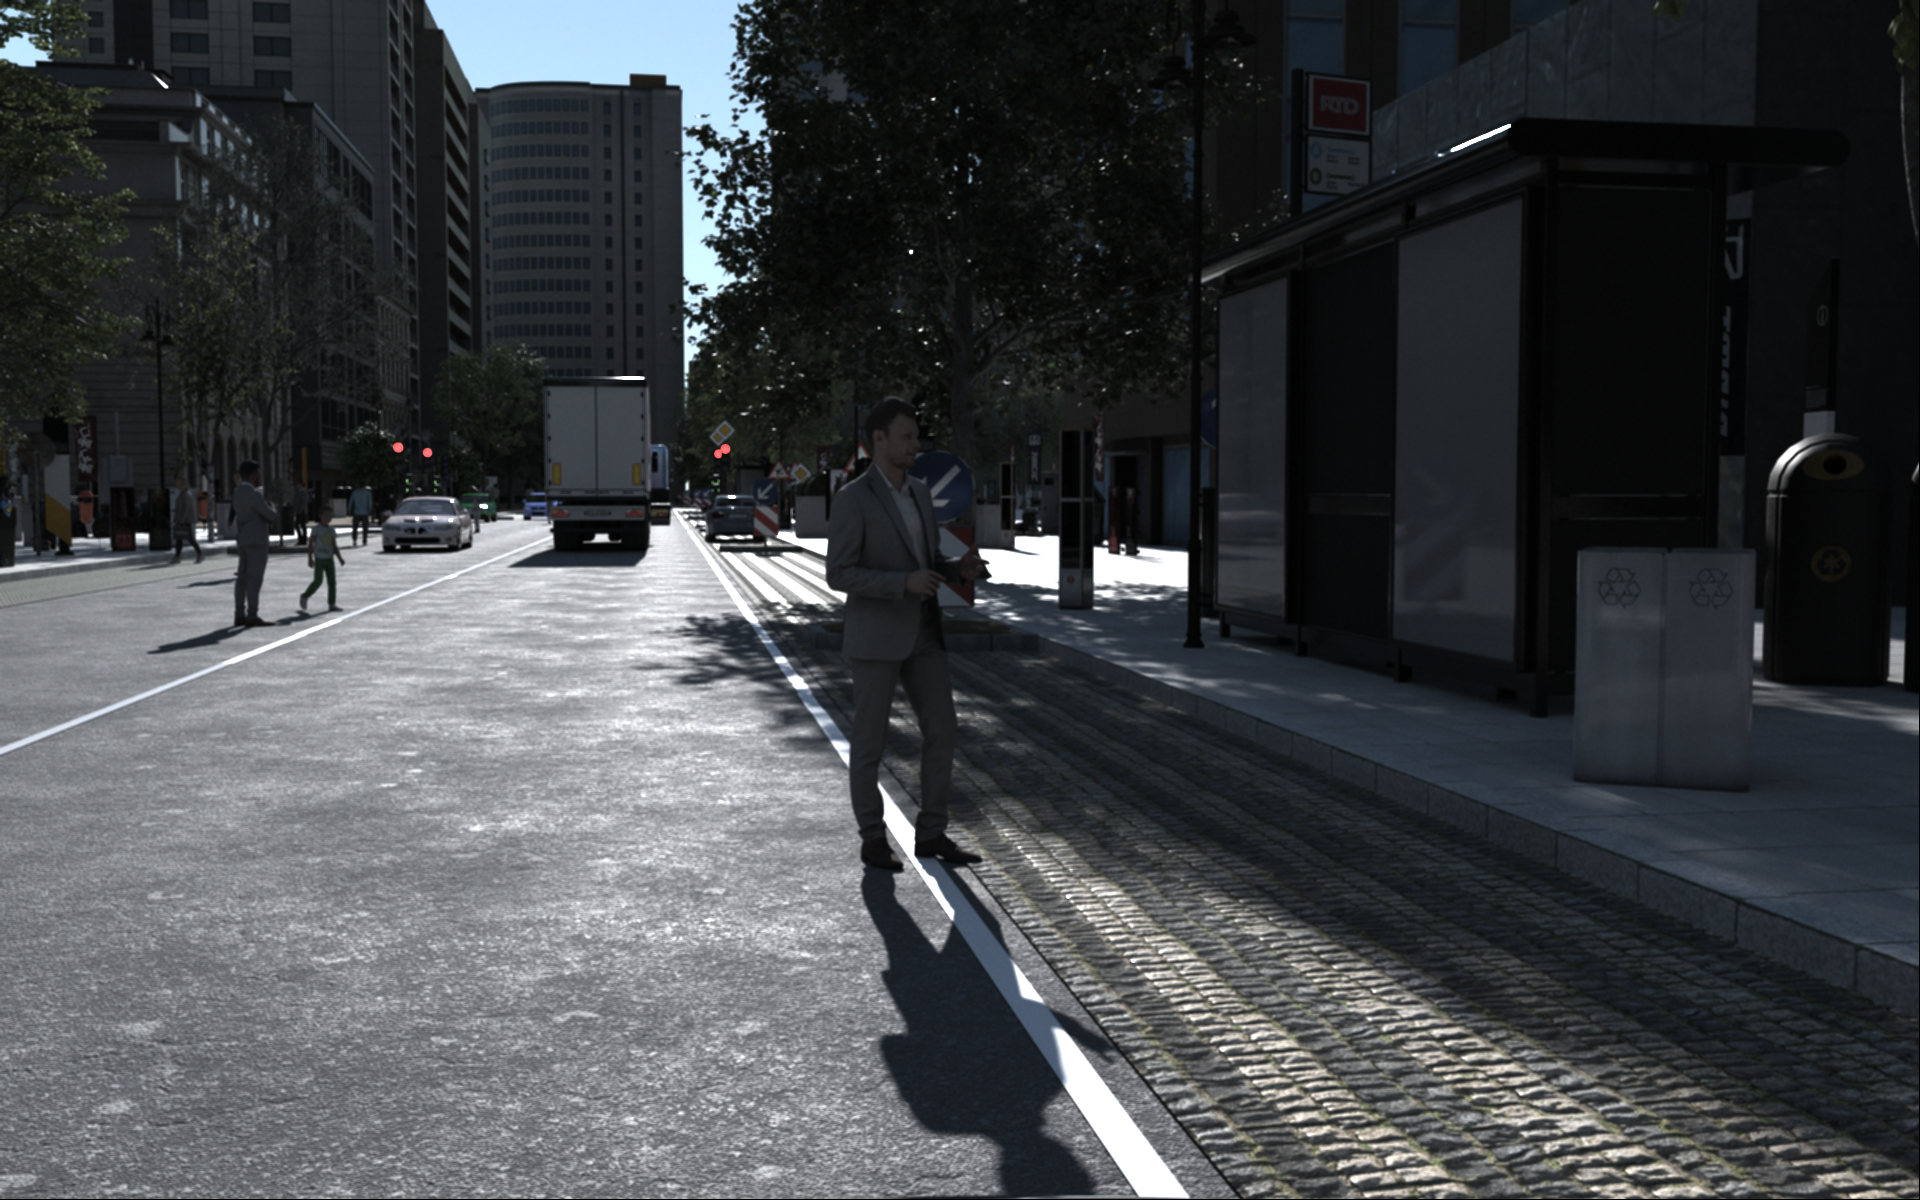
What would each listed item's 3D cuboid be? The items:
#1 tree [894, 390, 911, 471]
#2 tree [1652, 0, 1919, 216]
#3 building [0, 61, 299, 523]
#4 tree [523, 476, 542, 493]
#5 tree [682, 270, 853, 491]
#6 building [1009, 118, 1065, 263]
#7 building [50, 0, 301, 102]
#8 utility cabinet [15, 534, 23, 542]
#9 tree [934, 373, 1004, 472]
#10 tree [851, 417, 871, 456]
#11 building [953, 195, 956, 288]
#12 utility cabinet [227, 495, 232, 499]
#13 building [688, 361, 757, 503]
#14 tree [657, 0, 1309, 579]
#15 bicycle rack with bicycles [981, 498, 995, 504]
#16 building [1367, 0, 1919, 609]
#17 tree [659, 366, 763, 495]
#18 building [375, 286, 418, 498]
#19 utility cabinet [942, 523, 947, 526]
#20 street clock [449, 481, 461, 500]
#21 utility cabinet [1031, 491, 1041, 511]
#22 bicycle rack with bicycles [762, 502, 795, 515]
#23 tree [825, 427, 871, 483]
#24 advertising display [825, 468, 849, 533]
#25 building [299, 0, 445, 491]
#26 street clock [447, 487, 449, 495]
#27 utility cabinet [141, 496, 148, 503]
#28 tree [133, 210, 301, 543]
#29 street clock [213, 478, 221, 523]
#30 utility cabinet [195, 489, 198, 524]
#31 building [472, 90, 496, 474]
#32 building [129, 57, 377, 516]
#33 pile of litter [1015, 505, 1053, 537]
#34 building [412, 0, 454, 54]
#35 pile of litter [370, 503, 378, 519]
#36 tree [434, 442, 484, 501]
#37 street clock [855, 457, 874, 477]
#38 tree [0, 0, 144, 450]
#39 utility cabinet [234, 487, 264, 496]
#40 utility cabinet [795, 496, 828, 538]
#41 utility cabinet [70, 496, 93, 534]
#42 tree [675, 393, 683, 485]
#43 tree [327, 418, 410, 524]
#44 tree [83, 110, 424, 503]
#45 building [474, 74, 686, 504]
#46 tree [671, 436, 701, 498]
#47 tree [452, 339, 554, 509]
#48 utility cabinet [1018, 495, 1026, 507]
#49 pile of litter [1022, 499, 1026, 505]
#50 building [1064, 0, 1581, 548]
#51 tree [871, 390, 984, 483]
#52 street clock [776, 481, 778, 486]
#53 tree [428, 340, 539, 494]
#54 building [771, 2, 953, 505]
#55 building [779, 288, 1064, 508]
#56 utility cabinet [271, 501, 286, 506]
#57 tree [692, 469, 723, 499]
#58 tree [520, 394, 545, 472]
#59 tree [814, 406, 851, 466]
[{"bbox_3d":[-3.690,-9.515,105.940,4.737,8.622,4.395,0,3,0],"label":"tree"},{"bbox_3d":[3.436,-3.396,5.893,4.737,8.622,4.395,0,3,0],"label":"tree"},{"bbox_3d":[-42.476,-15.020,87.372,13.314,21.916,24.055,-1,4,-10],"label":"building"},{"bbox_3d":[-39.627,-10.105,159.818,1.663,3.219,1.824,0,3,0],"label":"tree"},{"bbox_3d":[-8.454,-9.969,81.118,7.486,12.596,7.792,0,3,0],"label":"tree"},{"bbox_3d":[14.987,-36.038,212.916,21.600,48.544,21.300,-1,4,-10],"label":"building"},{"bbox_3d":[-86.998,-46.247,194.389,20.611,71.187,20.563,-1,4,-10],"label":"building"},{"bbox_3d":[-25.807,-2.166,46.569,1.020,1.237,0.306,-2,4,-29],"label":"utility cabinet"},{"bbox_3d":[0.281,-13.782,143.465,7.486,12.596,7.792,0,3,0],"label":"tree"},{"bbox_3d":[-5.285,-10.867,128.032,4.360,8.622,3.978,0,3,0],"label":"tree"},{"bbox_3d":[-2.066,-36.736,250.745,14.200,45.320,14.600,-1,4,-10],"label":"building"},{"bbox_3d":[-34.261,-4.347,82.228,0.306,1.237,1.020,2,4,27],"label":"utility cabinet"},{"bbox_3d":[-25.118,-25.037,254.398,28.899,21.520,27.650,-1,4,-10],"label":"building"},{"bbox_3d":[0.110,-6.686,26.332,9.611,12.733,9.660,0,3,0],"label":"tree"},{"bbox_3d":[3.139,-8.375,150.312,2.852,0.926,2.925,0,4,-7],"label":"bicycle rack with bicycles"},{"bbox_3d":[20.569,-42.874,13.658,22.319,86.520,31.000,-1,4,-10],"label":"building"},{"bbox_3d":[-18.015,-13.682,134.063,12.009,13.543,11.850,0,3,0],"label":"tree"},{"bbox_3d":[-48.179,-16.399,132.745,10.561,19.102,19.286,-1,4,-10],"label":"building"},{"bbox_3d":[-0.371,-2.013,41.590,0.318,1.500,1.173,3,5,43],"label":"utility cabinet"},{"bbox_3d":[-27.821,-5.577,95.748,0.358,2.002,0.471,1,4,19],"label":"street clock"},{"bbox_3d":[5.781,-7.557,132.235,0.318,1.500,1.173,-3,5,-42],"label":"utility cabinet"},{"bbox_3d":[-8.340,-4.017,79.062,2.852,0.926,2.925,-1,4,-15],"label":"bicycle rack with bicycles"},{"bbox_3d":[-3.129,-3.375,49.782,1.663,3.219,1.824,0,3,0],"label":"tree"},{"bbox_3d":[-3.030,-2.302,42.844,0.123,1.923,0.974,2,4,25],"label":"advertising display"},{"bbox_3d":[-56.627,-43.615,151.350,20.563,71.187,20.611,-1,4,-10],"label":"building"},{"bbox_3d":[-39.870,-7.990,135.214,0.358,2.002,0.471,0,4,5],"label":"street clock"},{"bbox_3d":[-34.753,-3.862,74.301,1.020,1.237,0.306,3,4,39],"label":"utility cabinet"},{"bbox_3d":[-19.784,-5.835,45.772,4.360,8.622,3.978,0,3,0],"label":"tree"},{"bbox_3d":[-33.438,-4.490,77.975,0.358,2.002,0.471,-1,4,-21],"label":"street clock"},{"bbox_3d":[-33.265,-3.998,74.044,1.173,1.500,0.318,-2,4,-33],"label":"utility cabinet"},{"bbox_3d":[-65.170,-35.129,198.053,21.600,48.544,21.300,-1,4,-10],"label":"building"},{"bbox_3d":[-46.440,-19.410,110.854,14.314,27.812,24.014,-1,4,-10],"label":"building"},{"bbox_3d":[2.016,-2.367,52.670,1.719,0.858,1.176,3,5,45],"label":"pile of litter"},{"bbox_3d":[-61.009,-33.598,173.035,21.300,48.544,21.600,-1,4,-10],"label":"building"},{"bbox_3d":[-29.617,-4.582,88.880,1.176,0.858,1.719,-2,4,-30],"label":"pile of litter"},{"bbox_3d":[-31.551,-7.678,109.254,4.285,4.588,4.351,0,3,0],"label":"tree"},{"bbox_3d":[-1.838,-1.823,34.381,0.471,2.002,0.358,0,4,4],"label":"street clock"},{"bbox_3d":[-17.879,-6.743,28.375,7.486,12.596,7.792,0,3,0],"label":"tree"},{"bbox_3d":[-23.456,-2.966,57.176,0.318,1.500,1.173,1,4,13],"label":"utility cabinet"},{"bbox_3d":[-4.370,-2.453,51.265,1.020,1.237,0.306,0,4,-4],"label":"utility cabinet"},{"bbox_3d":[-28.230,-2.695,55.226,1.020,1.237,0.306,-3,5,-43],"label":"utility cabinet"},{"bbox_3d":[-14.082,-11.732,109.945,7.486,12.596,7.792,0,3,0],"label":"tree"},{"bbox_3d":[-25.385,-5.552,74.492,4.285,4.588,4.351,0,3,0],"label":"tree"},{"bbox_3d":[-21.954,-8.837,54.862,12.009,13.543,11.850,0,3,0],"label":"tree"},{"bbox_3d":[-53.375,-42.989,244.874,28.212,58.520,21.231,-1,4,-10],"label":"building"},{"bbox_3d":[-31.705,-16.816,209.346,8.767,10.594,7.601,3,5,40],"label":"tree"},{"bbox_3d":[-37.394,-14.517,144.001,9.857,13.997,8.962,0,3,0],"label":"tree"},{"bbox_3d":[5.519,-8.502,150.175,1.020,1.237,0.306,0,4,6],"label":"utility cabinet"},{"bbox_3d":[5.276,-8.113,146.606,1.176,0.858,1.719,-1,4,-17],"label":"pile of litter"},{"bbox_3d":[11.085,-24.108,44.282,14.600,45.320,14.200,-1,4,-10],"label":"building"},{"bbox_3d":[-1.771,-8.831,94.747,4.360,8.622,3.978,0,3,0],"label":"tree"},{"bbox_3d":[-9.138,-5.136,88.544,0.471,2.002,0.358,-1,4,-21],"label":"street clock"},{"bbox_3d":[-31.955,-11.657,116.346,9.928,11.665,9.643,0,3,0],"label":"tree"},{"bbox_3d":[-11.550,-40.439,203.169,21.231,58.520,28.212,-1,4,-10],"label":"building"},{"bbox_3d":[-3.722,-20.285,176.705,27.650,21.520,28.899,-1,4,-10],"label":"building"},{"bbox_3d":[-23.749,-2.965,59.633,1.020,1.237,0.306,0,3,0],"label":"utility cabinet"},{"bbox_3d":[-24.169,-11.236,167.415,4.285,4.588,4.351,0,3,0],"label":"tree"},{"bbox_3d":[-44.528,-17.024,188.718,12.009,13.543,11.850,0,3,0],"label":"tree"},{"bbox_3d":[-10.194,-11.638,140.650,4.360,8.622,3.978,0,3,0],"label":"tree"}]
